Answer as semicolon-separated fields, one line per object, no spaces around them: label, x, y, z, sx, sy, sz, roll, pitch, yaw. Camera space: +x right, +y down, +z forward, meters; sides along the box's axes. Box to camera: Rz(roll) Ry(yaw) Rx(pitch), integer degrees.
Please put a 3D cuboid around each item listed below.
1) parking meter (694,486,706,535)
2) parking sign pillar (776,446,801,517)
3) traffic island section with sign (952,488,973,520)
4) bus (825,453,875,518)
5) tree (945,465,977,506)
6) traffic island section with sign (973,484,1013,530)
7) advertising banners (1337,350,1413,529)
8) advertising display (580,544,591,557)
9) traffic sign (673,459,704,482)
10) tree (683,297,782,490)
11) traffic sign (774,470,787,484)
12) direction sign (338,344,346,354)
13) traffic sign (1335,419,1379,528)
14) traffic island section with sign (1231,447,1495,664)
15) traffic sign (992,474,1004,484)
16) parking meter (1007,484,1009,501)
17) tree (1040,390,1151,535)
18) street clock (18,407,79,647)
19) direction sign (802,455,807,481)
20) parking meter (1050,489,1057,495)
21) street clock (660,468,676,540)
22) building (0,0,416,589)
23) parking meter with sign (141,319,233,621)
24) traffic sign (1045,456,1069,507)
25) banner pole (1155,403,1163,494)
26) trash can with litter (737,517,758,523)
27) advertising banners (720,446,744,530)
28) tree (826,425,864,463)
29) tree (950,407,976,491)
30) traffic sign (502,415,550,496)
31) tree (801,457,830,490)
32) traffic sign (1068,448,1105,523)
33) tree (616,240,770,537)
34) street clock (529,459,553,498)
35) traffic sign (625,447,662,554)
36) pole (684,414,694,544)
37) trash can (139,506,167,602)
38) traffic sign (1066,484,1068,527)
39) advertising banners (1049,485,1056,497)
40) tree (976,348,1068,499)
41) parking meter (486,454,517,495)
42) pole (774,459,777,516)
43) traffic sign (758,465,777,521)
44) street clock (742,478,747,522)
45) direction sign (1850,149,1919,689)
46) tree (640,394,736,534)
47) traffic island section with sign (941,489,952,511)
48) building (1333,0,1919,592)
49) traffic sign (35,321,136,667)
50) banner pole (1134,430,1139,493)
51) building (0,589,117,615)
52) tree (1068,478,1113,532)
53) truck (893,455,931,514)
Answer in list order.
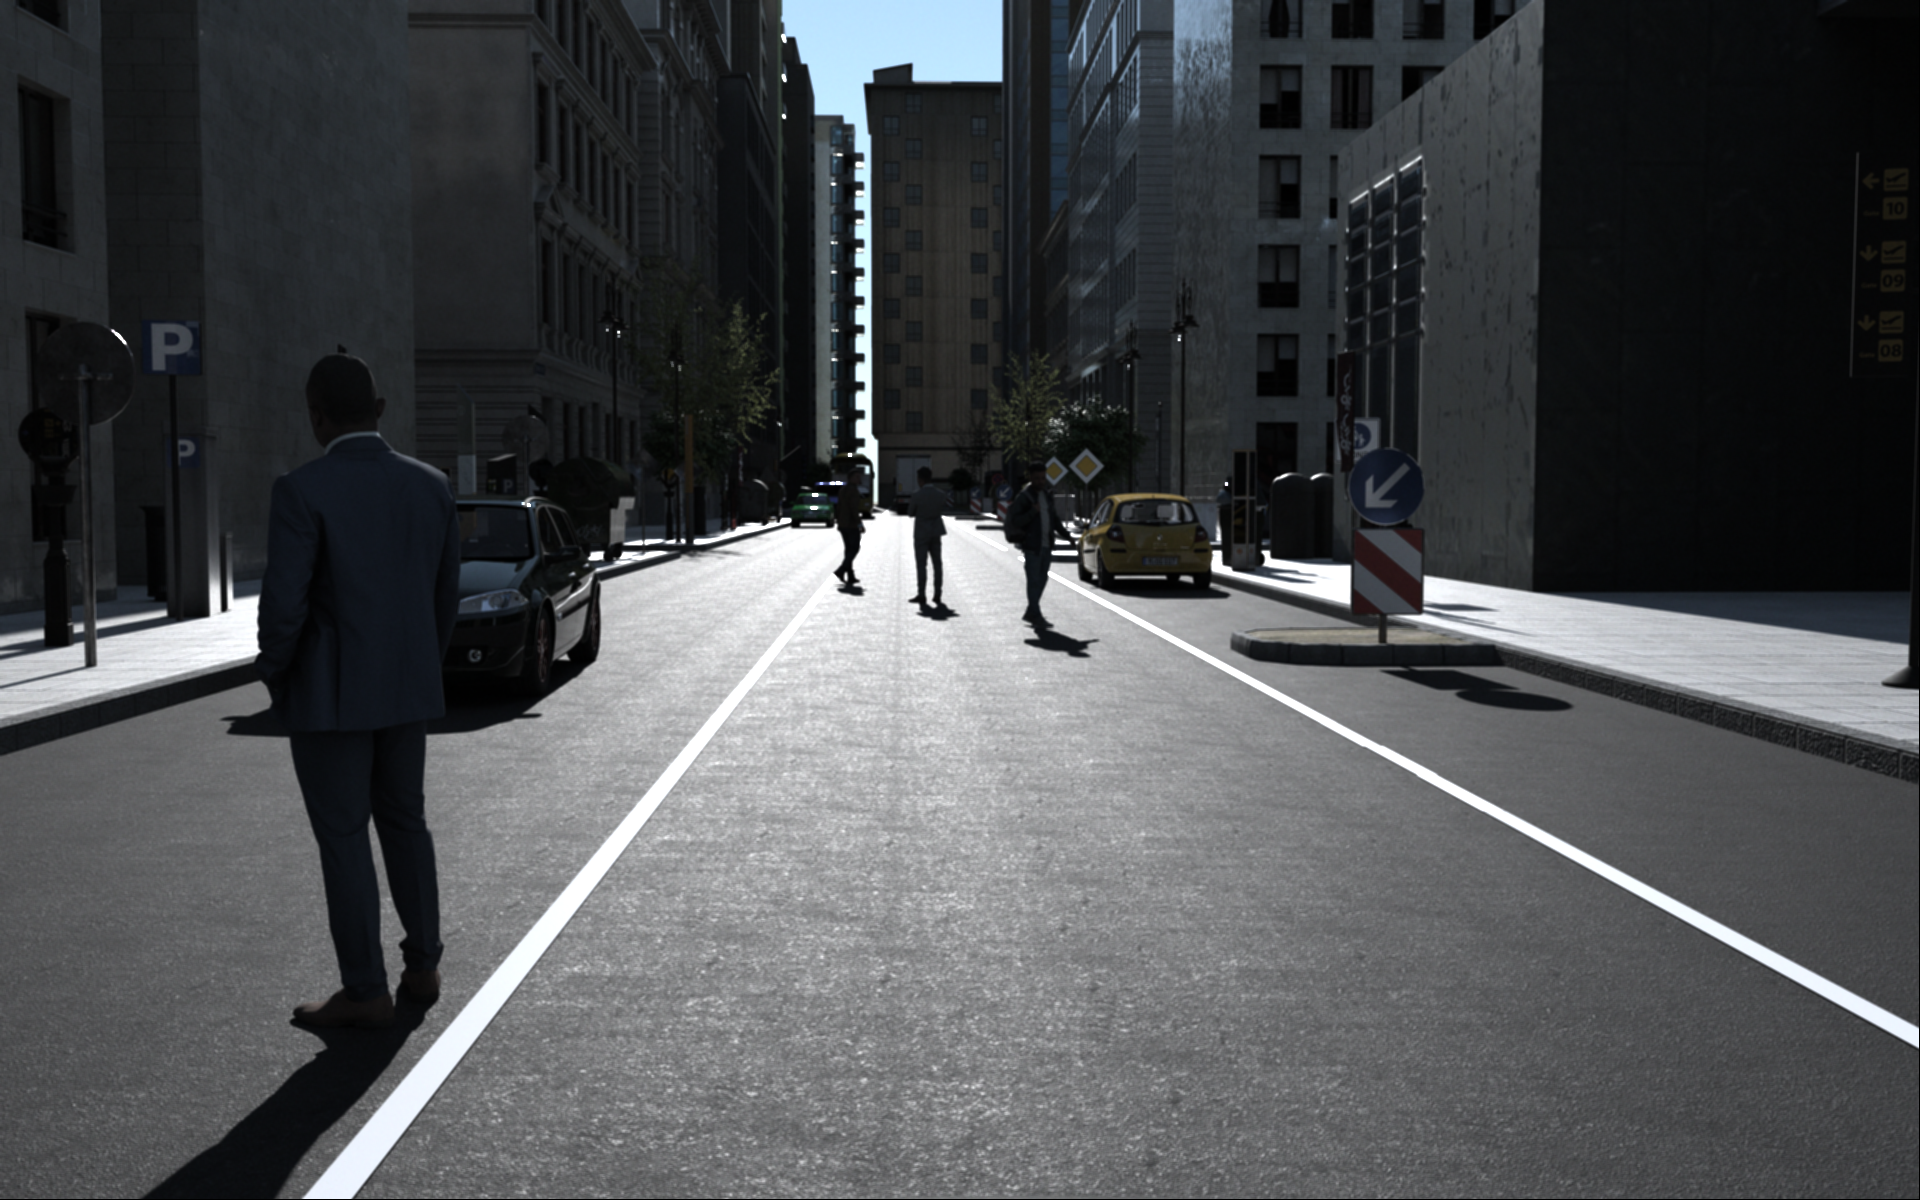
parking meter;-8.084;-2.777;53.812;0.372;1.533;0.369;0;3;0
parking sign pillar;-9.563;-6.627;96.818;1.447;3.967;1.447;-2;4;-34
traffic island section with sign;0.730;-5.412;97.115;1.989;1.847;2.006;0;4;-2
bus;-6.699;-7.104;107.694;2.896;3.916;12.252;0;4;-2
tree;0.058;-12.427;186.902;4.285;4.588;4.351;0;3;0
traffic island section with sign;1.651;-3.764;70.175;1.989;1.847;2.006;0;4;-2
advertising banners;4.899;-1.494;20.620;0.090;3.025;2.074;-1;4;-11
advertising display;-7.714;-1.850;35.458;0.123;1.923;0.974;-2;4;-26
traffic sign;-7.078;-2.542;45.209;0.795;2.450;0.064;0;4;-2
tree;-8.862;-7.046;65.558;4.360;8.622;3.978;0;3;0
traffic sign;-9.337;-5.475;89.624;0.768;2.556;0.104;0;4;7
direction sign;-9.481;-2.121;26.684;0.379;3.537;0.876;-1;4;-13
traffic sign;5.326;-1.295;23.303;0.606;2.300;0.079;0;4;3
traffic island section with sign;3.508;-0.424;15.558;1.989;1.847;2.006;0;4;-2
traffic sign;2.366;-6.577;107.638;0.768;2.556;0.104;0;4;3
parking meter;2.696;-5.899;102.167;0.255;1.863;0.399;-2;4;-28
tree;4.312;-4.343;54.724;4.285;4.588;4.351;0;3;0
street clock;-7.611;-0.612;14.576;0.471;2.002;0.358;-1;4;-15
direction sign;-9.222;-6.619;100.214;0.876;3.537;0.379;2;4;34
parking meter;4.580;-4.668;84.727;0.372;1.533;0.369;0;3;0
street clock;-8.108;-2.674;48.296;0.471;2.002;0.358;-1;4;-14
building;-19.098;-10.637;28.664;16.860;20.320;10.420;0;4;-2
parking meter with sign;-8.073;-1.345;18.245;0.543;3.016;1.738;-1;4;-12
traffic sign;2.462;-2.561;45.513;0.795;2.450;0.064;0;4;-2
banner pole;5.436;-3.515;47.489;0.401;3.779;0.863;1;4;18
trash can with litter;-9.487;-4.020;77.119;1.055;1.170;0.624;1;4;9
advertising banners;-8.158;-4.035;62.165;0.090;3.025;2.074;1;4;17
tree;-12.179;-14.236;183.125;4.360;8.622;3.978;0;3;0
tree;1.367;-11.720;141.980;4.360;8.622;3.978;0;3;0
traffic sign;-7.000;-1.704;27.964;0.768;2.556;0.104;0;4;-1
tree;-12.243;-10.260;151.465;4.285;4.588;4.351;0;3;0
traffic sign;2.734;-2.073;37.532;0.795;2.450;0.064;0;4;-2
tree;-8.051;-6.154;50.985;4.737;8.622;4.395;0;3;0
street clock;-8.600;-1.898;35.598;0.358;2.002;0.471;3;5;41
traffic sign;-6.806;-2.054;37.229;0.795;2.450;0.064;0;4;-2
pole;-6.955;-3.096;44.462;0.158;3.312;0.155;0;3;0
trash can;-9.447;-0.561;20.821;0.748;1.137;0.748;0;3;0
traffic sign;4.114;-4.071;66.665;0.768;2.556;0.104;0;4;0
advertising banners;3.661;-4.519;70.066;0.090;3.025;2.074;1;4;17
tree;3.389;-8.336;86.649;4.360;8.622;3.978;0;3;0
parking meter;-6.692;-1.199;25.317;0.255;1.863;0.399;3;4;36
pole;-10.837;-6.606;101.846;0.158;3.312;0.155;0;3;0
traffic sign;-8.512;-4.680;76.526;0.884;2.594;0.081;0;4;2
street clock;-9.771;-4.535;78.723;0.358;2.002;0.471;-1;4;-9
direction sign;6.364;-1.190;11.453;0.876;3.537;0.379;1;4;16
tree;-8.875;-4.441;56.329;4.285;4.588;4.351;0;3;0
traffic island section with sign;-0.976;-8.481;147.287;1.989;1.847;2.006;0;4;-2
building;18.796;-42.978;15.361;22.319;86.520;31.000;0;4;-2
traffic sign;-6.471;-0.778;12.820;0.768;2.556;0.104;0;4;3
banner pole;6.900;-4.746;67.612;0.401;3.779;0.863;1;4;19
building;-15.096;-9.605;11.786;10.420;20.320;16.860;0;4;-2
tree;4.502;-3.896;58.299;1.663;3.219;1.824;0;3;0
truck;-3.512;-8.532;128.409;2.839;4.237;11.283;0;4;-2
